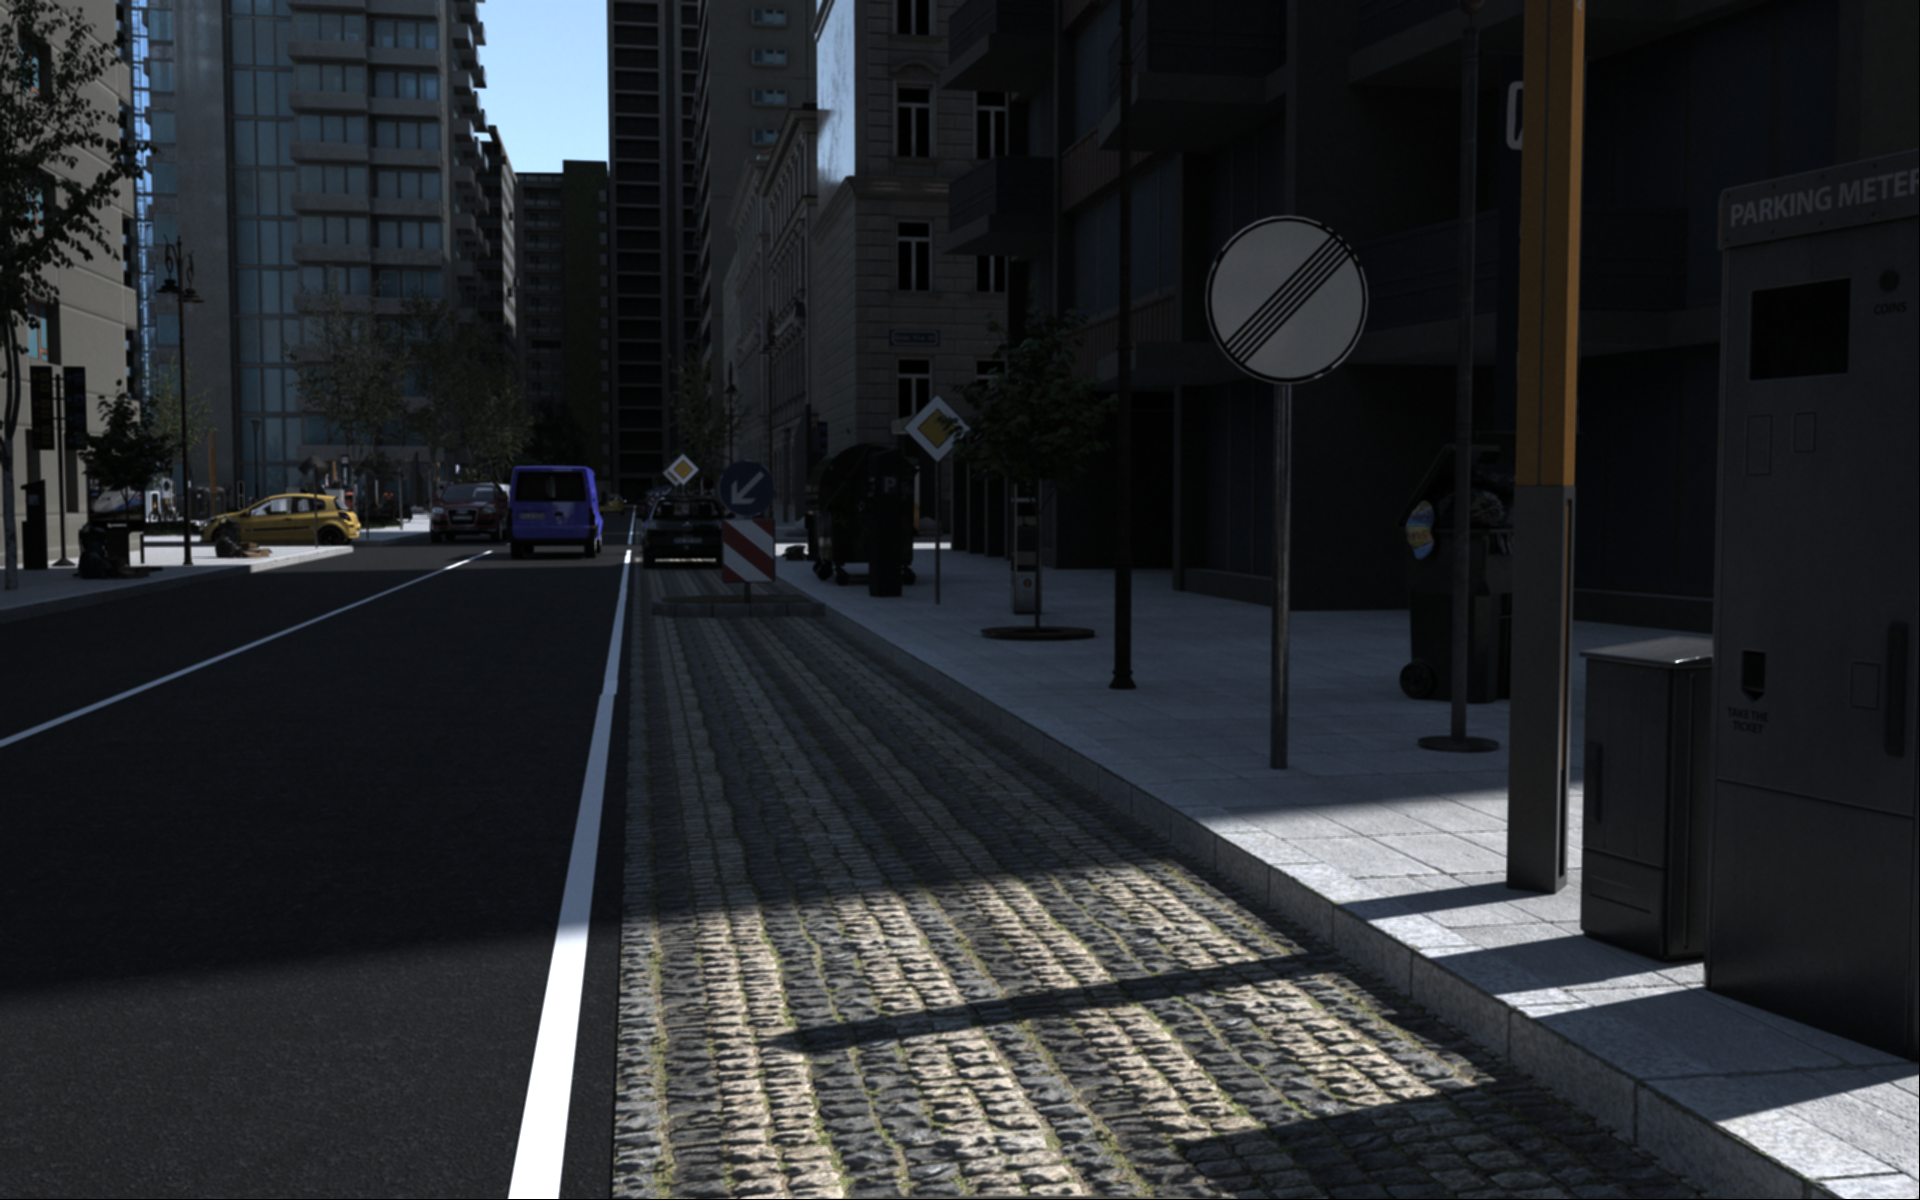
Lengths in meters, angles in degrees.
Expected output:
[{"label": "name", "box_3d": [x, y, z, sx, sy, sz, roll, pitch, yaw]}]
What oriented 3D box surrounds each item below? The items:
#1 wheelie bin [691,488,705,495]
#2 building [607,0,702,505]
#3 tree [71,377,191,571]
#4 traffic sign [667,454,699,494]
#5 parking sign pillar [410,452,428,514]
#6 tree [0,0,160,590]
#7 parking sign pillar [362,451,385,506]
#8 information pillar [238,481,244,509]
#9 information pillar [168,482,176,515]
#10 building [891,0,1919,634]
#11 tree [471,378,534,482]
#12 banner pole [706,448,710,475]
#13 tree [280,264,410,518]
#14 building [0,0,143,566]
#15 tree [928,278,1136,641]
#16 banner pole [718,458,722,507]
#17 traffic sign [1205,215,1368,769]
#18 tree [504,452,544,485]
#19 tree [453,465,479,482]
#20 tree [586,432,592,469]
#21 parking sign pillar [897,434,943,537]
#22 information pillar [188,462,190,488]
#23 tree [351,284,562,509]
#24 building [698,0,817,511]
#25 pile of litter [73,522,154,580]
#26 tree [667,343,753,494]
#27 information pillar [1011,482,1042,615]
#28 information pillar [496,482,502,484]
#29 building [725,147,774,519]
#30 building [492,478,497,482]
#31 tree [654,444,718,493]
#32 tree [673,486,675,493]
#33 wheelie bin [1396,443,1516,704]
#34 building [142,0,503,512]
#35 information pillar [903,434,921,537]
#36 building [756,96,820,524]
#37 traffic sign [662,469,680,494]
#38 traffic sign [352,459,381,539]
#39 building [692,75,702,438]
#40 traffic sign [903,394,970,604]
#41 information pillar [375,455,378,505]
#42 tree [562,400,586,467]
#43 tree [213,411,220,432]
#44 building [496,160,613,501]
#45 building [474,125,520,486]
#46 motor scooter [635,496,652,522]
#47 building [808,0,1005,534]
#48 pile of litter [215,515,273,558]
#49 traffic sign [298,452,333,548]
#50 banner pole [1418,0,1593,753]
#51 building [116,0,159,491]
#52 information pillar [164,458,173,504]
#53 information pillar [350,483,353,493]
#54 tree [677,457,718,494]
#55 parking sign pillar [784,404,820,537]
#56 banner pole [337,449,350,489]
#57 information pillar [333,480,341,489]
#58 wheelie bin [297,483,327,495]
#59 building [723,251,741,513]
[{"label": "wheelie bin", "box_3d": [-12.921, -4.765, 85.821, 0.980, 1.594, 0.693, 2, 4, 27]}, {"label": "building", "box_3d": [-33.699, -47.754, 219.021, 20.611, 71.187, 20.563, -1, 4, -11]}, {"label": "tree", "box_3d": [-14.010, -2.100, 28.943, 1.663, 3.219, 1.824, 0, 3, 0]}, {"label": "traffic sign", "box_3d": [-6.830, -2.394, 42.779, 0.795, 2.450, 0.064, -1, 4, -11]}, {"label": "parking sign pillar", "box_3d": [-34.697, -7.469, 110.589, 1.447, 3.967, 1.447, -2, 4, -35]}, {"label": "tree", "box_3d": [-12.972, -4.439, 22.936, 4.737, 8.622, 4.395, 0, 3, 0]}, {"label": "parking sign pillar", "box_3d": [-36.336, -7.270, 107.334, 1.447, 3.967, 1.447, -2, 4, -35]}, {"label": "information pillar", "box_3d": [-41.662, -5.864, 100.365, 0.304, 2.012, 0.304, -2, 4, -26]}, {"label": "information pillar", "box_3d": [-48.877, -6.293, 107.379, 0.304, 2.012, 0.304, 0, 4, 7]}, {"label": "building", "box_3d": [11.545, -22.806, 27.510, 22.147, 44.769, 28.867, -1, 4, -11]}, {"label": "tree", "box_3d": [-28.058, -9.493, 105.578, 4.737, 8.622, 4.395, 0, 3, 0]}, {"label": "banner pole", "box_3d": [-13.763, -6.400, 94.664, 0.401, 3.779, 0.863, -1, 4, -22]}, {"label": "tree", "box_3d": [-19.368, -6.412, 55.191, 4.360, 8.622, 3.978, 0, 3, 0]}, {"label": "building", "box_3d": [-30.363, -10.871, 22.778, 28.899, 21.520, 27.650, -1, 4, -11]}, {"label": "tree", "box_3d": [0.689, -1.289, 15.681, 1.663, 3.219, 1.824, 0, 3, 0]}, {"label": "banner pole", "box_3d": [-16.183, -7.771, 117.065, 0.401, 3.779, 0.863, 1, 4, 11]}, {"label": "traffic sign", "box_3d": [1.492, -0.485, 8.028, 0.768, 2.556, 0.104, 0, 4, -7]}, {"label": "tree", "box_3d": [-35.760, -9.721, 142.644, 4.285, 4.588, 4.351, 0, 3, 0]}, {"label": "tree", "box_3d": [-34.001, -7.687, 120.288, 1.663, 3.219, 1.824, 0, 3, 0]}, {"label": "tree", "box_3d": [-38.055, -13.786, 159.811, 8.767, 10.594, 7.601, 0, 4, -6]}, {"label": "parking sign pillar", "box_3d": [-1.239, -3.912, 52.429, 1.447, 3.967, 1.447, 0, 4, 4]}, {"label": "information pillar", "box_3d": [-48.545, -7.184, 108.812, 0.504, 3.616, 0.183, 2, 4, 31]}, {"label": "tree", "box_3d": [-23.990, -8.777, 77.918, 8.767, 10.594, 7.601, 3, 4, 36]}, {"label": "building", "box_3d": [-10.495, -31.832, 144.151, 21.300, 48.544, 21.600, -1, 4, -11]}, {"label": "pile of litter", "box_3d": [-13.092, -0.780, 26.720, 1.176, 0.858, 1.719, -1, 4, -17]}, {"label": "tree", "box_3d": [-12.376, -8.163, 83.824, 4.737, 8.622, 4.395, 0, 3, 0]}, {"label": "information pillar", "box_3d": [0.706, -0.856, 18.493, 0.304, 2.012, 0.304, 0, 4, -5]}, {"label": "information pillar", "box_3d": [-27.068, -5.953, 101.820, 0.304, 2.012, 0.304, -2, 4, -26]}, {"label": "building", "box_3d": [-6.974, -16.070, 98.898, 11.583, 22.565, 21.152, -1, 4, -11]}, {"label": "building", "box_3d": [-64.078, -26.909, 211.659, 14.107, 30.474, 14.160, -1, 4, -11]}, {"label": "tree", "box_3d": [-16.617, -7.524, 106.727, 4.285, 4.588, 4.351, 0, 3, 0]}, {"label": "tree", "box_3d": [-28.083, -10.860, 172.166, 1.663, 3.219, 1.824, 0, 3, 0]}, {"label": "wheelie bin", "box_3d": [3.217, -0.182, 10.879, 0.980, 1.594, 0.693, -3, 5, -43]}, {"label": "building", "box_3d": [-48.661, -31.481, 134.326, 23.786, 49.044, 30.456, -1, 4, -11]}, {"label": "information pillar", "box_3d": [-1.426, -3.664, 51.267, 0.504, 3.616, 0.183, -1, 4, -18]}, {"label": "building", "box_3d": [-3.201, -13.061, 78.178, 10.561, 19.102, 19.286, -1, 4, -11]}, {"label": "traffic sign", "box_3d": [-8.296, -2.874, 50.629, 0.795, 2.450, 0.064, -1, 4, -11]}, {"label": "traffic sign", "box_3d": [-16.797, -2.778, 49.069, 0.795, 2.450, 0.064, -1, 4, -11]}, {"label": "building", "box_3d": [-16.764, -34.502, 183.720, 23.786, 49.044, 30.456, -1, 4, -11]}, {"label": "traffic sign", "box_3d": [-0.263, -1.156, 20.085, 0.795, 2.450, 0.064, 0, 4, -5]}, {"label": "information pillar", "box_3d": [-34.794, -6.846, 103.292, 0.183, 3.616, 0.504, -2, 4, -23]}, {"label": "tree", "box_3d": [-26.037, -9.696, 92.945, 8.767, 10.594, 7.601, 3, 5, 42]}, {"label": "tree", "box_3d": [-41.004, -8.549, 90.142, 4.737, 8.622, 4.395, 0, 3, 0]}, {"label": "building", "box_3d": [-50.261, -32.448, 214.126, 14.086, 41.232, 14.154, -1, 4, -11]}, {"label": "building", "box_3d": [-57.515, -29.608, 175.976, 23.993, 40.220, 32.217, -1, 4, -11]}, {"label": "motor scooter", "box_3d": [-16.214, -4.646, 88.737, 0.815, 1.314, 1.986, -1, 4, -9]}, {"label": "building", "box_3d": [7.546, -16.177, 61.750, 25.104, 27.353, 12.463, -1, 4, -11]}, {"label": "pile of litter", "box_3d": [-14.655, -1.311, 35.393, 1.176, 0.858, 1.719, 0, 4, -4]}, {"label": "traffic sign", "box_3d": [-15.332, -2.298, 41.219, 0.795, 2.450, 0.064, -1, 4, -11]}, {"label": "banner pole", "box_3d": [2.755, -1.144, 8.716, 0.863, 3.779, 0.401, -1, 4, -11]}, {"label": "building", "box_3d": [-85.352, -52.670, 173.821, 31.000, 86.520, 22.319, -1, 4, -11]}, {"label": "information pillar", "box_3d": [-50.750, -7.325, 111.121, 0.504, 3.616, 0.183, -2, 4, -23]}, {"label": "information pillar", "box_3d": [-40.655, -6.821, 116.014, 0.304, 2.012, 0.304, 0, 4, 7]}, {"label": "tree", "box_3d": [-14.852, -6.361, 98.598, 1.663, 3.219, 1.824, 0, 3, 0]}, {"label": "parking sign pillar", "box_3d": [-4.638, -3.921, 52.586, 1.447, 3.967, 1.447, -1, 4, -21]}, {"label": "banner pole", "box_3d": [-34.462, -6.525, 96.700, 0.401, 3.779, 0.863, 3, 5, 40]}, {"label": "information pillar", "box_3d": [-32.239, -5.209, 89.655, 0.304, 2.012, 0.304, 1, 4, 23]}, {"label": "wheelie bin", "box_3d": [-18.097, -2.473, 48.336, 0.693, 1.594, 0.980, 2, 4, 24]}, {"label": "building", "box_3d": [-10.418, -16.088, 117.782, 10.420, 20.320, 16.860, -1, 4, -11]}]
